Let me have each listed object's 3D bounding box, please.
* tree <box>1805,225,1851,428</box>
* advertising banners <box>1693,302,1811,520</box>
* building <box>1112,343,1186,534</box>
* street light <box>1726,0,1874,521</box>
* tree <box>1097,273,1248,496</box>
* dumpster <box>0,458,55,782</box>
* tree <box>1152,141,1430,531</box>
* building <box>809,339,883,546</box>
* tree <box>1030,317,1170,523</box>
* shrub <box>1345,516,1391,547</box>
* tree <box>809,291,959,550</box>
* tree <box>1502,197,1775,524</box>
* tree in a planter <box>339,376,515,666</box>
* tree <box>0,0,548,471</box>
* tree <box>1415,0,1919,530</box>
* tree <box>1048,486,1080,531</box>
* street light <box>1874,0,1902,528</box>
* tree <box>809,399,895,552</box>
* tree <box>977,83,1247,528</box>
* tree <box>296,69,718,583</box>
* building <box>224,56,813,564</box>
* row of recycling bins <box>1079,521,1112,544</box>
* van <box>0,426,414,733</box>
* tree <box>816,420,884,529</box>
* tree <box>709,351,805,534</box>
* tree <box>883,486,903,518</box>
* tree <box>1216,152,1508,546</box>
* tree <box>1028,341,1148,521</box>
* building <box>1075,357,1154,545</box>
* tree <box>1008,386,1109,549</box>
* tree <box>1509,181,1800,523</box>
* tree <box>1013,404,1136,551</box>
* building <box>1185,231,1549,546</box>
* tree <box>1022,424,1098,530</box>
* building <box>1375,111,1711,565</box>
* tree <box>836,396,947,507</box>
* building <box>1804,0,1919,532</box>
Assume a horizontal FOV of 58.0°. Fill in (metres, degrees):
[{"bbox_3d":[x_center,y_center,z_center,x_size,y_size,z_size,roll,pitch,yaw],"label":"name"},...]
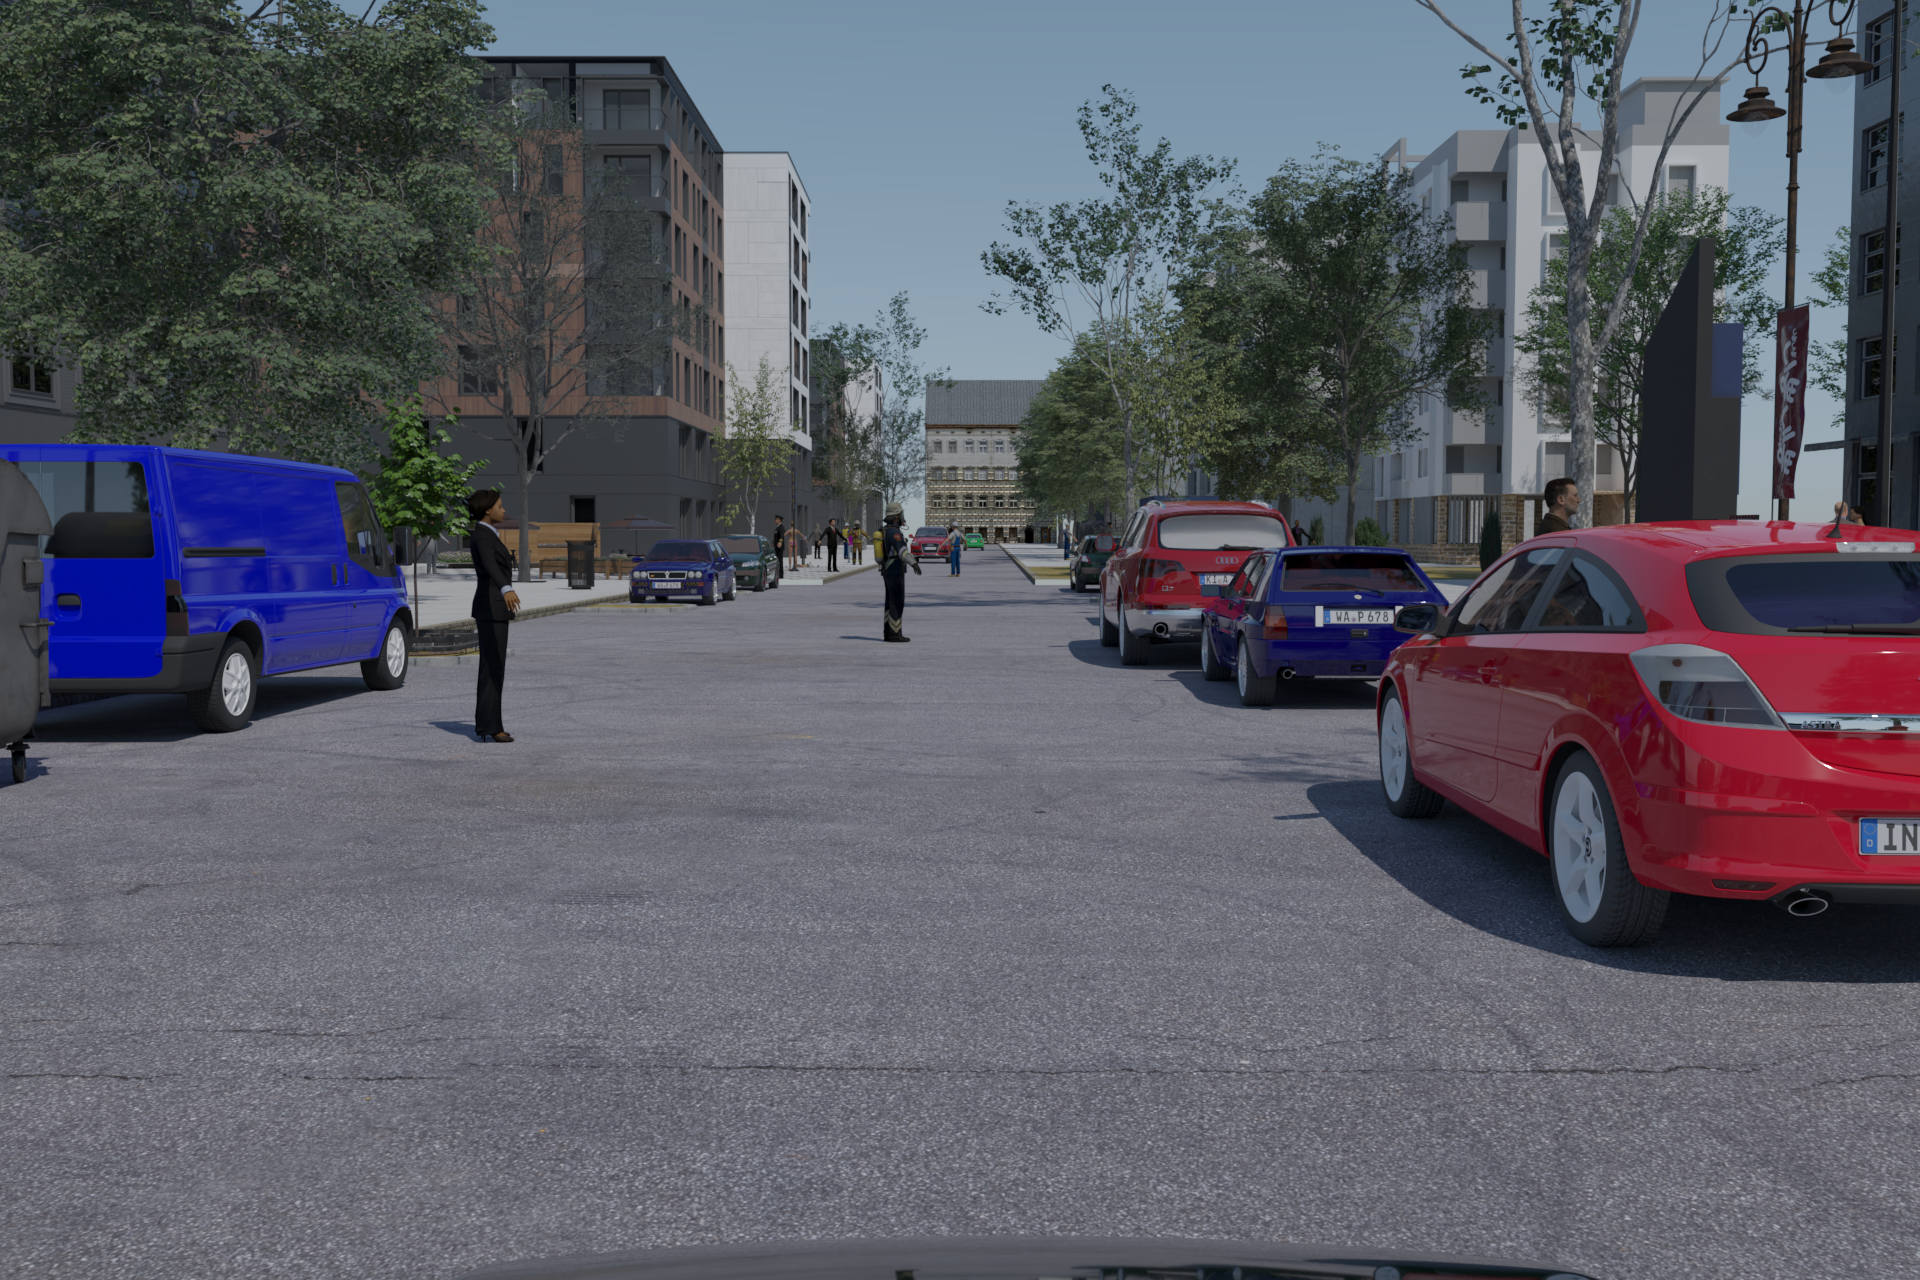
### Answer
[{"bbox_3d":[29.267,-7.697,51.600,9.928,11.665,9.643,0,3,0],"label":"tree"},{"bbox_3d":[6.404,-1.099,14.164,0.090,3.025,2.074,0,4,1],"label":"advertising banners"},{"bbox_3d":[25.808,-21.343,179.882,19.493,23.208,18.063,0,4,1],"label":"building"},{"bbox_3d":[6.707,-2.522,14.015,0.468,5.910,1.993,0,4,1],"label":"street light"},{"bbox_3d":[6.113,-6.082,49.807,4.737,8.622,4.395,0,3,0],"label":"tree"},{"bbox_3d":[-6.125,-0.075,9.435,1.865,1.857,1.264,0,4,1],"label":"dumpster"},{"bbox_3d":[10.855,-9.257,58.007,9.857,13.997,8.962,0,3,0],"label":"tree"},{"bbox_3d":[-23.821,-21.660,198.108,27.936,21.610,32.646,0,4,1],"label":"building"},{"bbox_3d":[7.390,-10.594,91.344,7.486,12.596,7.792,0,3,0],"label":"tree"},{"bbox_3d":[15.525,-3.764,65.959,1.690,2.028,1.600,0,3,0],"label":"shrub"},{"bbox_3d":[-6.810,-17.082,135.182,12.611,20.169,13.585,0,3,0],"label":"tree"},{"bbox_3d":[24.591,-9.355,63.322,12.009,13.543,11.850,0,3,0],"label":"tree"},{"bbox_3d":[-6.219,-1.376,19.724,1.991,3.239,1.994,0,4,2],"label":"tree in a planter"},{"bbox_3d":[-11.410,-7.386,27.416,9.857,13.997,8.962,0,3,0],"label":"tree"},{"bbox_3d":[8.928,-10.360,25.278,12.611,20.169,13.585,0,3,0],"label":"tree"},{"bbox_3d":[8.605,-11.473,137.938,4.737,8.622,4.395,0,3,0],"label":"tree"},{"bbox_3d":[7.155,-2.433,12.321,1.470,5.913,1.316,0,4,1],"label":"street light"},{"bbox_3d":[-7.984,-11.382,120.501,7.601,10.594,8.767,-3,4,-36],"label":"tree"},{"bbox_3d":[6.383,-13.460,75.962,12.611,20.169,13.585,0,3,0],"label":"tree"},{"bbox_3d":[-11.504,-8.268,45.555,12.009,13.543,11.850,0,3,0],"label":"tree"},{"bbox_3d":[-23.117,-15.091,90.705,27.936,21.610,32.646,0,3,0],"label":"building"},{"bbox_3d":[4.242,-2.930,55.018,1.069,1.692,3.534,0,4,1],"label":"row of recycling bins"},{"bbox_3d":[-6.130,-0.599,14.180,2.240,2.365,5.245,0,4,1],"label":"van"},{"bbox_3d":[-7.636,-9.906,112.333,4.360,8.622,3.978,0,3,0],"label":"tree"},{"bbox_3d":[-8.438,-7.350,70.538,4.737,8.622,4.395,0,3,0],"label":"tree"},{"bbox_3d":[-9.395,-17.907,243.136,4.360,8.622,3.978,0,3,0],"label":"tree"},{"bbox_3d":[9.725,-6.564,41.731,7.601,10.594,8.767,-2,4,-28],"label":"tree"},{"bbox_3d":[7.531,-11.196,101.176,7.486,12.596,7.792,0,3,0],"label":"tree"},{"bbox_3d":[28.133,-22.765,216.179,27.936,21.610,32.646,0,4,1],"label":"building"},{"bbox_3d":[8.629,-14.744,147.722,9.857,13.997,8.962,0,3,0],"label":"tree"},{"bbox_3d":[20.336,-7.672,51.198,9.928,11.665,9.643,0,3,0],"label":"tree"},{"bbox_3d":[7.707,-11.126,116.327,8.767,10.594,7.601,-1,4,-20],"label":"tree"},{"bbox_3d":[24.524,-14.875,109.656,16.747,18.905,31.486,0,4,1],"label":"building"},{"bbox_3d":[8.290,-11.843,128.043,8.767,10.594,7.601,3,5,43],"label":"tree"},{"bbox_3d":[25.621,-13.921,84.027,16.016,20.090,11.380,0,4,1],"label":"building"},{"bbox_3d":[-6.266,-14.859,153.309,12.009,13.543,11.850,0,3,0],"label":"tree"},{"bbox_3d":[25.977,-12.954,30.219,11.959,24.771,22.079,0,4,1],"label":"building"}]
